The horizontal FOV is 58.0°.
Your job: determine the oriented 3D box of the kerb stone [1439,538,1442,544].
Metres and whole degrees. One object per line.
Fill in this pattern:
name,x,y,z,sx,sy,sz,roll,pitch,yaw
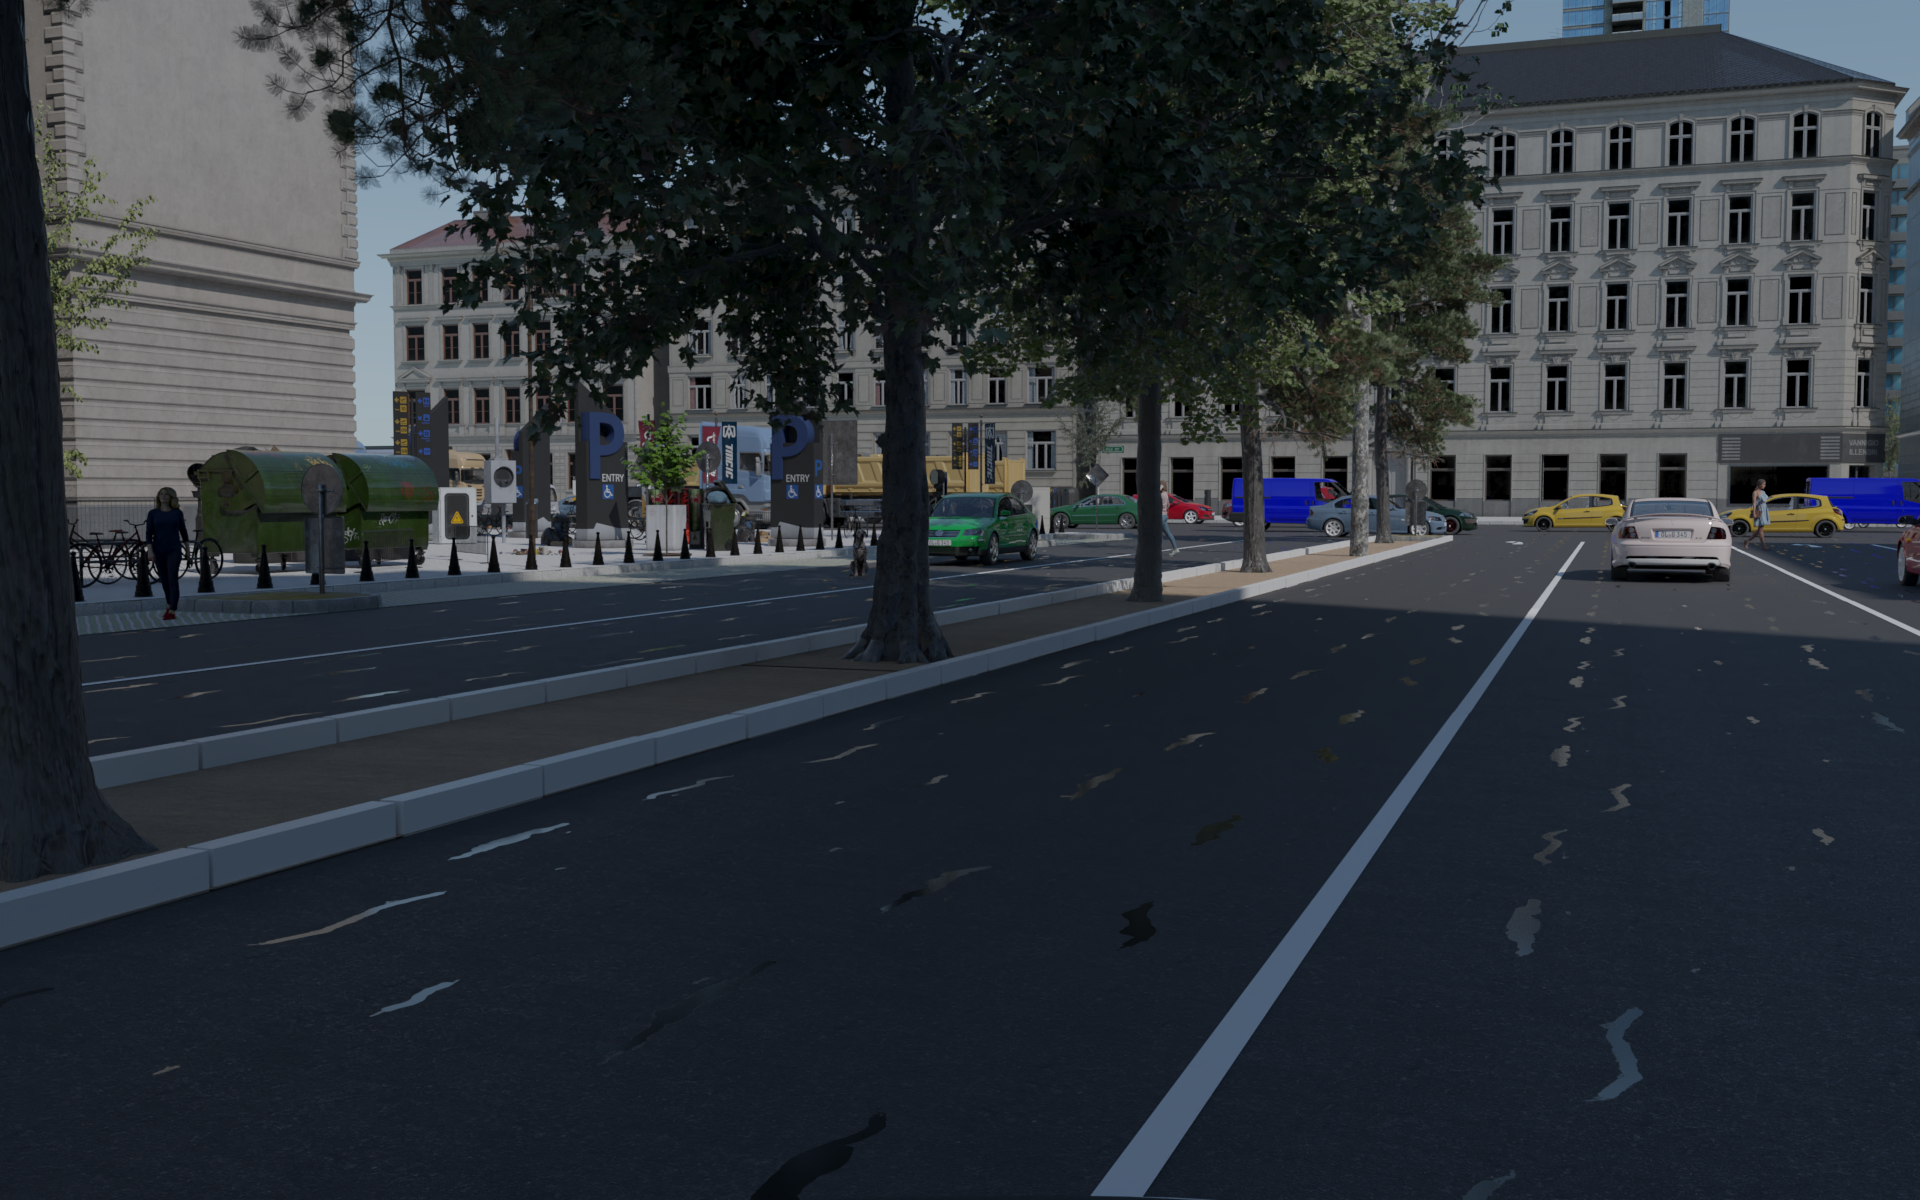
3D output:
kerb stone,13.512,-1.649,49.154,0.120,0.150,1.000,1,4,21

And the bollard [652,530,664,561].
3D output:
bollard,-5.793,-1.049,33.194,0.229,0.601,0.229,0,3,0

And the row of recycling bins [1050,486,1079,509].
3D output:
row of recycling bins,5.613,-5.354,94.647,1.069,1.692,3.534,-1,4,-16

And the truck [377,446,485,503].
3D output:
truck,-32.207,-6.862,101.100,11.283,4.237,2.839,1,4,23

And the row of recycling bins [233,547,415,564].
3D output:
row of recycling bins,-12.076,-1.590,33.105,1.069,1.692,3.534,3,5,42

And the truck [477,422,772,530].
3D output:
truck,-14.669,-4.738,67.218,18.799,4.110,2.967,1,4,20

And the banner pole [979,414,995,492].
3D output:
banner pole,0.816,-3.903,53.828,0.401,3.779,0.863,-3,5,-43

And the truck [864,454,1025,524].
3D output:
truck,-1.838,-5.362,83.593,9.791,3.379,3.469,1,4,22

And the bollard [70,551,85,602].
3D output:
bollard,-10.558,-0.281,20.639,0.229,0.601,0.229,0,3,0

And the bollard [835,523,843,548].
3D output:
bollard,-2.859,-1.522,40.933,0.229,0.601,0.229,0,3,0

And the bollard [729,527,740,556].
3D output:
bollard,-4.694,-1.226,36.089,0.229,0.601,0.229,0,3,0

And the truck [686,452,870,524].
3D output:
truck,-8.000,-5.120,79.631,9.791,3.379,3.469,1,4,20

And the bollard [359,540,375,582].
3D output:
bollard,-8.727,-0.576,25.466,0.229,0.601,0.229,0,3,0

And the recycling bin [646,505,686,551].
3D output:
recycling bin,-6.706,-1.650,39.536,0.722,1.027,0.722,1,4,13

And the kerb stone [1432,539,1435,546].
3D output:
kerb stone,12.776,-1.531,47.226,0.120,0.150,1.000,1,4,21

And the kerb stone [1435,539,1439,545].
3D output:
kerb stone,13.144,-1.587,48.192,0.120,0.150,1.000,1,4,21

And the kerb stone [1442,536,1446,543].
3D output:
kerb stone,13.882,-1.697,50.119,0.120,0.150,1.000,1,4,21

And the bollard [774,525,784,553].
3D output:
bollard,-3.963,-1.344,38.016,0.229,0.601,0.229,0,3,0

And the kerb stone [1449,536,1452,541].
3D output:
kerb stone,14.612,-1.825,52.037,0.120,0.150,1.000,1,4,21

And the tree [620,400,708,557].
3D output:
tree,-6.127,-2.531,35.984,1.663,3.219,1.824,0,3,0

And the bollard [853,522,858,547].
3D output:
bollard,-2.494,-1.581,41.893,0.229,0.601,0.229,0,3,0

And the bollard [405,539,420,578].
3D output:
bollard,-8.361,-0.635,26.426,0.229,0.601,0.229,0,3,0

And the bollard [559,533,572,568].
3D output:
bollard,-6.897,-0.871,30.284,0.229,0.601,0.229,0,3,0

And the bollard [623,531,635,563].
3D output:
bollard,-6.162,-0.989,32.219,0.229,0.601,0.229,0,3,0

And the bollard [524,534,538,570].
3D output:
bollard,-7.261,-0.812,29.323,0.229,0.601,0.229,0,3,0

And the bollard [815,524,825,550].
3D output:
bollard,-3.229,-1.463,39.956,0.229,0.601,0.229,0,3,0

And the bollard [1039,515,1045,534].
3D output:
bollard,2.629,-2.407,55.395,0.229,0.601,0.229,0,3,0

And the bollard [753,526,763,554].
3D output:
bollard,-4.326,-1.285,37.052,0.229,0.601,0.229,0,3,0

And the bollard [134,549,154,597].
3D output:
bollard,-10.189,-0.340,21.601,0.229,0.601,0.229,0,3,0

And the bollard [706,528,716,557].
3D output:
bollard,-5.061,-1.168,35.130,0.229,0.601,0.229,0,3,0

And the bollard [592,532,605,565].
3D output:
bollard,-6.530,-0.930,31.251,0.229,0.601,0.229,0,3,0

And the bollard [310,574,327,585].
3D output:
bollard,-9.089,-0.518,24.505,0.229,0.601,0.229,0,3,0

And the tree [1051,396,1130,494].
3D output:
tree,7.691,-9.102,99.175,4.360,8.622,3.978,0,3,0

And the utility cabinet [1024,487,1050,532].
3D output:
utility cabinet,2.377,-2.983,57.455,1.173,1.500,0.318,-1,4,-19

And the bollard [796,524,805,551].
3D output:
bollard,-3.592,-1.404,38.995,0.229,0.601,0.229,0,3,0

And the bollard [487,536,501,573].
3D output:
bollard,-7.633,-0.753,28.350,0.229,0.601,0.229,0,3,0

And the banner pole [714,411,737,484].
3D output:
banner pole,-7.139,-3.819,52.458,0.863,3.779,0.401,-1,4,-12

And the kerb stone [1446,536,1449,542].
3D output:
kerb stone,14.245,-1.762,51.079,0.120,0.150,1.000,1,4,21

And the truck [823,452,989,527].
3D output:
truck,-3.771,-4.723,73.139,9.791,3.379,3.469,1,4,20

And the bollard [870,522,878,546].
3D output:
bollard,-2.124,-1.640,42.851,0.229,0.601,0.229,0,3,0

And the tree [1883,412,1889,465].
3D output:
tree,67.435,-13.347,135.238,9.611,12.733,9.660,0,3,0

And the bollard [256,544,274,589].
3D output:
bollard,-9.457,-0.459,23.546,0.229,0.601,0.229,0,3,0

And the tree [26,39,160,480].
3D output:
tree,-15.268,-4.711,27.389,4.737,8.622,4.395,0,3,0

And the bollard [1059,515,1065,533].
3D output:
bollard,3.360,-2.525,57.329,0.229,0.601,0.229,0,3,0

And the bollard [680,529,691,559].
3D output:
bollard,-5.425,-1.109,34.170,0.229,0.601,0.229,0,3,0

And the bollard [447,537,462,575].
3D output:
bollard,-8.000,-0.694,27.387,0.229,0.601,0.229,0,3,0

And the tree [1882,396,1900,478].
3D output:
tree,67.587,-10.727,125.741,4.737,8.622,4.395,0,3,0

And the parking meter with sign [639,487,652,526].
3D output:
parking meter with sign,-10.941,-3.998,61.626,0.543,3.016,1.738,-2,4,-35

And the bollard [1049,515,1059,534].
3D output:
bollard,2.993,-2.466,56.355,0.229,0.601,0.229,0,3,0

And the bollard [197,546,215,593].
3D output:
bollard,-9.827,-0.399,22.563,0.229,0.601,0.229,0,3,0
